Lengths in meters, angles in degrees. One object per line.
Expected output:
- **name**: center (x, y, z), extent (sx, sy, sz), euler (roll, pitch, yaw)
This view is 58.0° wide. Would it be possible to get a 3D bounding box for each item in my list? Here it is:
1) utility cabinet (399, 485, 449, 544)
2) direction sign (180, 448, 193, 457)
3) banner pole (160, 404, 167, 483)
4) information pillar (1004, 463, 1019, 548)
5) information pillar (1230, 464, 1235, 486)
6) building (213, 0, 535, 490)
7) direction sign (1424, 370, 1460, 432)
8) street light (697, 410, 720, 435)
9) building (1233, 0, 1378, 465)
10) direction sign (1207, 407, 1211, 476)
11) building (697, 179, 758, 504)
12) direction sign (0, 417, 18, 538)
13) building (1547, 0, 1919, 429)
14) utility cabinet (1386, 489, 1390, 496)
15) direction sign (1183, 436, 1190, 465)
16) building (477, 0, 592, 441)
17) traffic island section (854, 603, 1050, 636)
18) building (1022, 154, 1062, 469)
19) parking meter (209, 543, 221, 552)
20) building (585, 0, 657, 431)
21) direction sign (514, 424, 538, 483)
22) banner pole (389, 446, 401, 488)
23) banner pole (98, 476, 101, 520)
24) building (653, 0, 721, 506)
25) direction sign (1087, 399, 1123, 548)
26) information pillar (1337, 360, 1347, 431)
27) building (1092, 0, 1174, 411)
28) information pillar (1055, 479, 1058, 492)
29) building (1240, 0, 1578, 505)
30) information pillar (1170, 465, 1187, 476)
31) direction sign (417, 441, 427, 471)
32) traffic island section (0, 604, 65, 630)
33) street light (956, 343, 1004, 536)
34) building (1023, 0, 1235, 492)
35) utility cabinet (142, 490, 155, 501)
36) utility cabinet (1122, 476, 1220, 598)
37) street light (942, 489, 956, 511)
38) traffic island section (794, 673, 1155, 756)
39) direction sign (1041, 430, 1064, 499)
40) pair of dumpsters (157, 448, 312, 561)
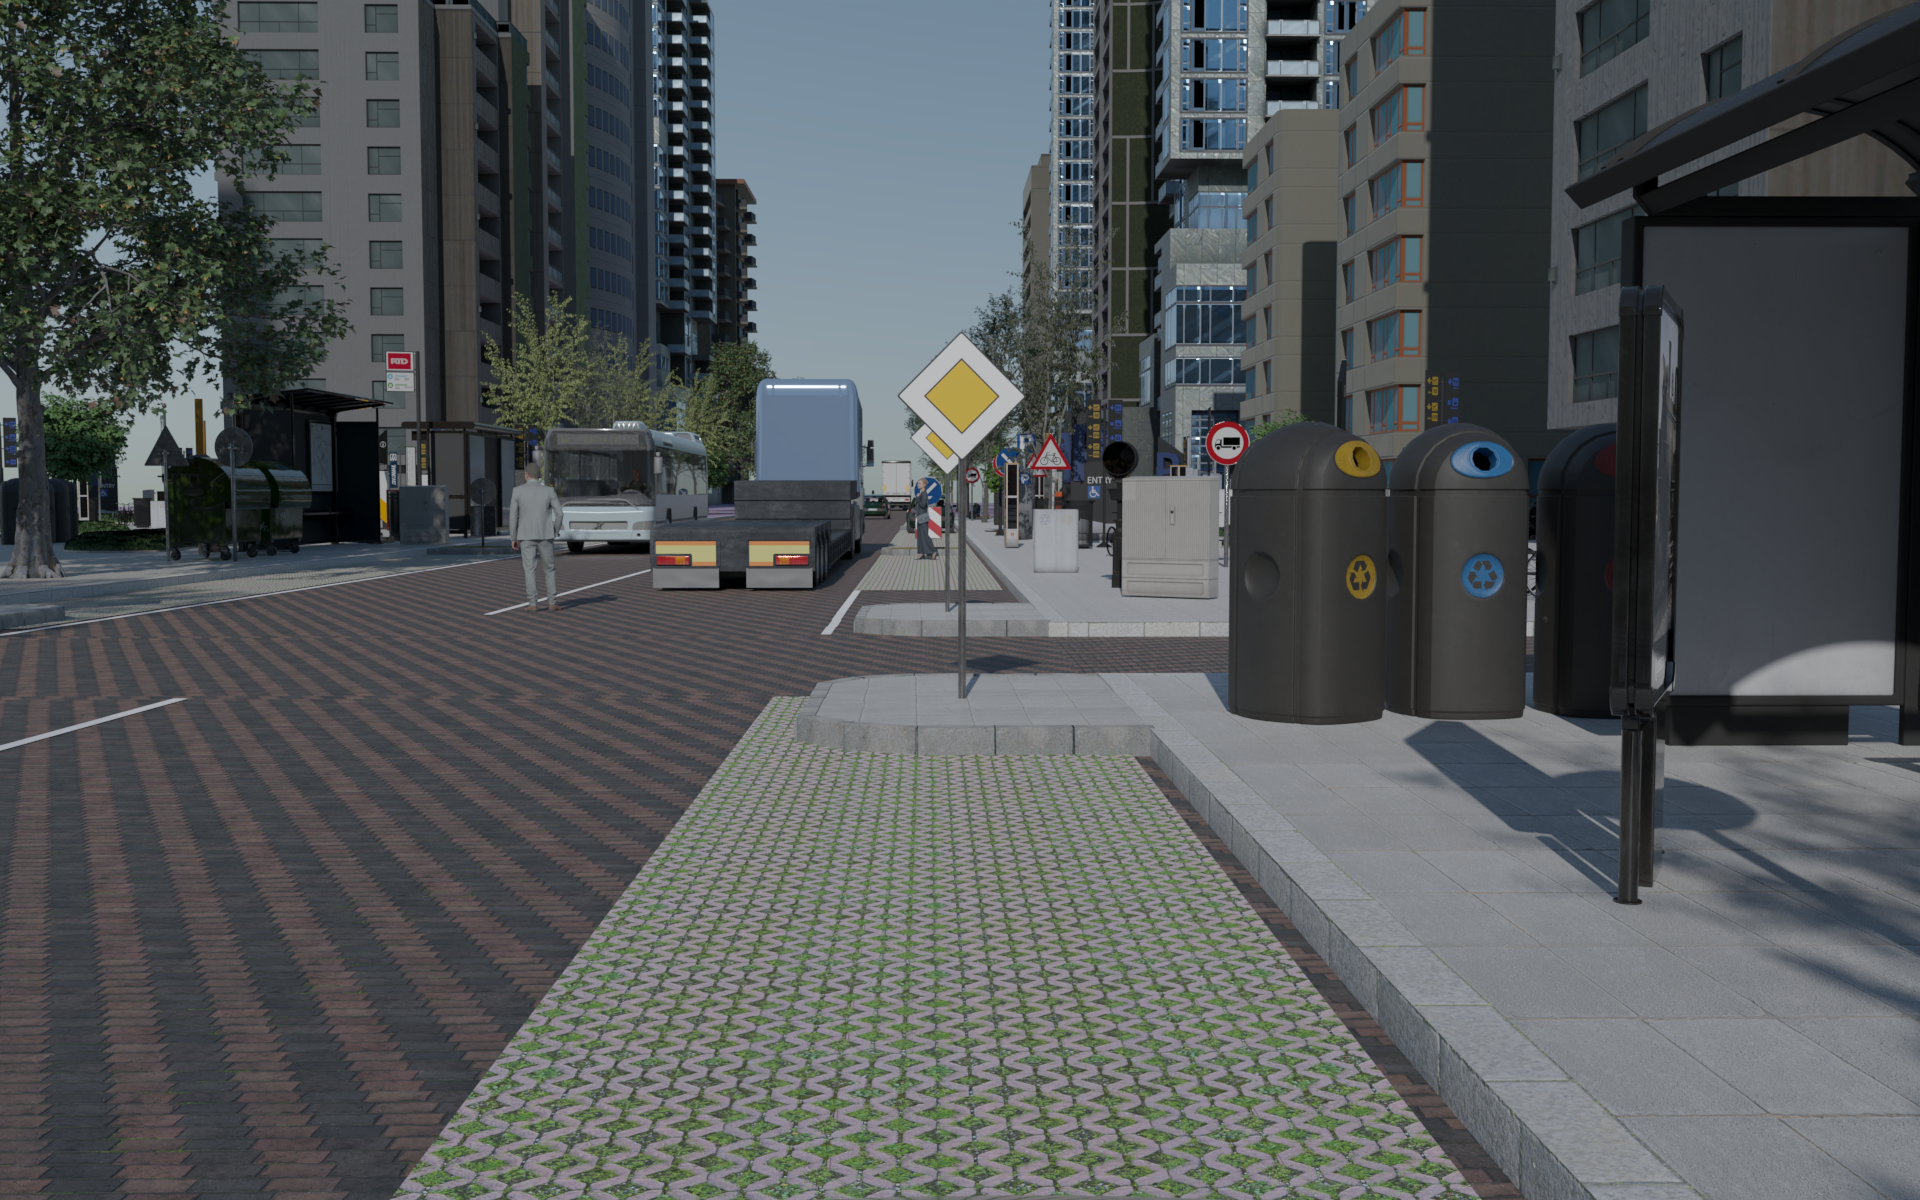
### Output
- **utility cabinet**: center (-13.611, -2.160, 43.991), extent (1.173, 1.500, 0.318), euler (0, 4, 1)
- **direction sign**: center (-37.775, -5.652, 84.403), extent (0.379, 3.537, 0.876), euler (3, 4, 37)
- **banner pole**: center (-22.136, -3.558, 48.189), extent (0.401, 3.779, 0.863), euler (-2, 4, -35)
- **information pillar**: center (1.216, -2.232, 40.987), extent (0.304, 2.012, 0.304), euler (0, 4, -7)
- **information pillar**: center (14.709, -6.242, 93.413), extent (0.183, 3.616, 0.504), euler (-1, 4, -18)
- **building**: center (-33.480, -20.130, 100.831), extent (14.160, 30.474, 14.107), euler (0, 4, -1)
- **direction sign**: center (8.857, -2.440, 31.883), extent (0.876, 3.537, 0.379), euler (-2, 4, -32)
- **street light**: center (-13.953, -7.529, 95.633), extent (1.470, 5.913, 1.316), euler (0, 4, -1)
- **building**: center (22.263, -49.440, 121.015), extent (22.319, 86.520, 31.000), euler (0, 4, -1)
- **direction sign**: center (6.532, -3.270, 45.461), extent (0.379, 3.537, 0.876), euler (0, 4, 4)
- **building**: center (-39.153, -35.449, 234.209), extent (22.147, 44.769, 28.867), euler (0, 4, -1)
- **direction sign**: center (-28.351, -3.622, 51.212), extent (0.876, 3.537, 0.379), euler (-1, 4, -19)
- **building**: center (21.499, -16.126, 35.362), extent (14.107, 30.474, 14.160), euler (0, 4, -1)
- **utility cabinet**: center (12.706, -2.617, 51.473), extent (0.318, 1.500, 1.173), euler (0, 4, -3)
- **direction sign**: center (8.884, -4.650, 68.027), extent (0.379, 3.537, 0.876), euler (0, 4, -7)
- **building**: center (-33.001, -26.396, 115.176), extent (14.154, 41.232, 14.086), euler (0, 4, -1)
- **traffic island section**: center (-0.116, 0.208, 18.873), extent (2.009, 0.180, 2.903), euler (0, 4, -1)
- **building**: center (19.956, -37.852, 242.584), extent (21.300, 48.544, 21.600), euler (0, 4, -1)
- **parking meter**: center (-16.442, -1.984, 38.146), extent (0.255, 1.863, 0.399), euler (-1, 4, -23)
- **building**: center (-36.749, -36.338, 136.119), extent (21.231, 58.520, 28.212), euler (0, 4, -1)
- **direction sign**: center (-14.145, -3.946, 56.520), extent (0.379, 3.537, 0.876), euler (3, 5, 40)
- **banner pole**: center (-29.193, -6.099, 89.729), extent (0.863, 3.779, 0.401), euler (1, 4, 15)
- **banner pole**: center (-36.474, -5.102, 73.438), extent (0.401, 3.779, 0.863), euler (-1, 4, -19)
- **building**: center (-39.343, -54.439, 202.755), extent (22.319, 86.520, 31.000), euler (0, 4, -1)
- **direction sign**: center (3.464, -3.031, 41.548), extent (0.876, 3.537, 0.379), euler (-1, 4, -10)
- **information pillar**: center (6.612, -2.367, 30.062), extent (0.183, 3.616, 0.504), euler (1, 4, 21)
- **building**: center (20.301, -43.401, 147.853), extent (20.563, 71.187, 20.611), euler (0, 4, -1)
- **information pillar**: center (4.530, -4.819, 83.286), extent (0.304, 2.012, 0.304), euler (1, 4, 21)
- **building**: center (28.217, -13.930, 72.797), extent (27.650, 21.520, 28.899), euler (0, 4, -1)
- **information pillar**: center (5.581, -2.433, 44.277), extent (0.304, 2.012, 0.304), euler (-3, 5, -40)
- **direction sign**: center (-17.754, -4.036, 57.989), extent (0.876, 3.537, 0.379), euler (1, 4, 12)
- **traffic island section**: center (-11.105, 0.221, 18.673), extent (2.009, 0.180, 2.903), euler (0, 4, -1)
- **street light**: center (0.699, -4.928, 53.107), extent (1.470, 5.913, 1.316), euler (0, 4, -1)
- **building**: center (19.846, -55.189, 215.003), extent (22.319, 86.520, 31.000), euler (0, 4, -1)
- **utility cabinet**: center (-39.605, -4.639, 84.524), extent (0.318, 1.500, 1.173), euler (-1, 4, -13)
- **utility cabinet**: center (2.586, -0.775, 21.353), extent (1.173, 1.500, 0.318), euler (2, 4, 32)
- **street light**: center (-0.092, -7.372, 93.076), extent (1.470, 5.913, 1.316), euler (0, 4, -1)
- **traffic island section**: center (0.034, 0.697, 10.890), extent (2.009, 0.180, 2.903), euler (0, 4, -1)
- **direction sign**: center (3.303, -4.221, 61.009), extent (0.876, 3.537, 0.379), euler (0, 4, -1)
- **pair of dumpsters**: center (-14.735, -2.007, 35.316), extent (1.574, 2.255, 4.437), euler (0, 4, -1)
